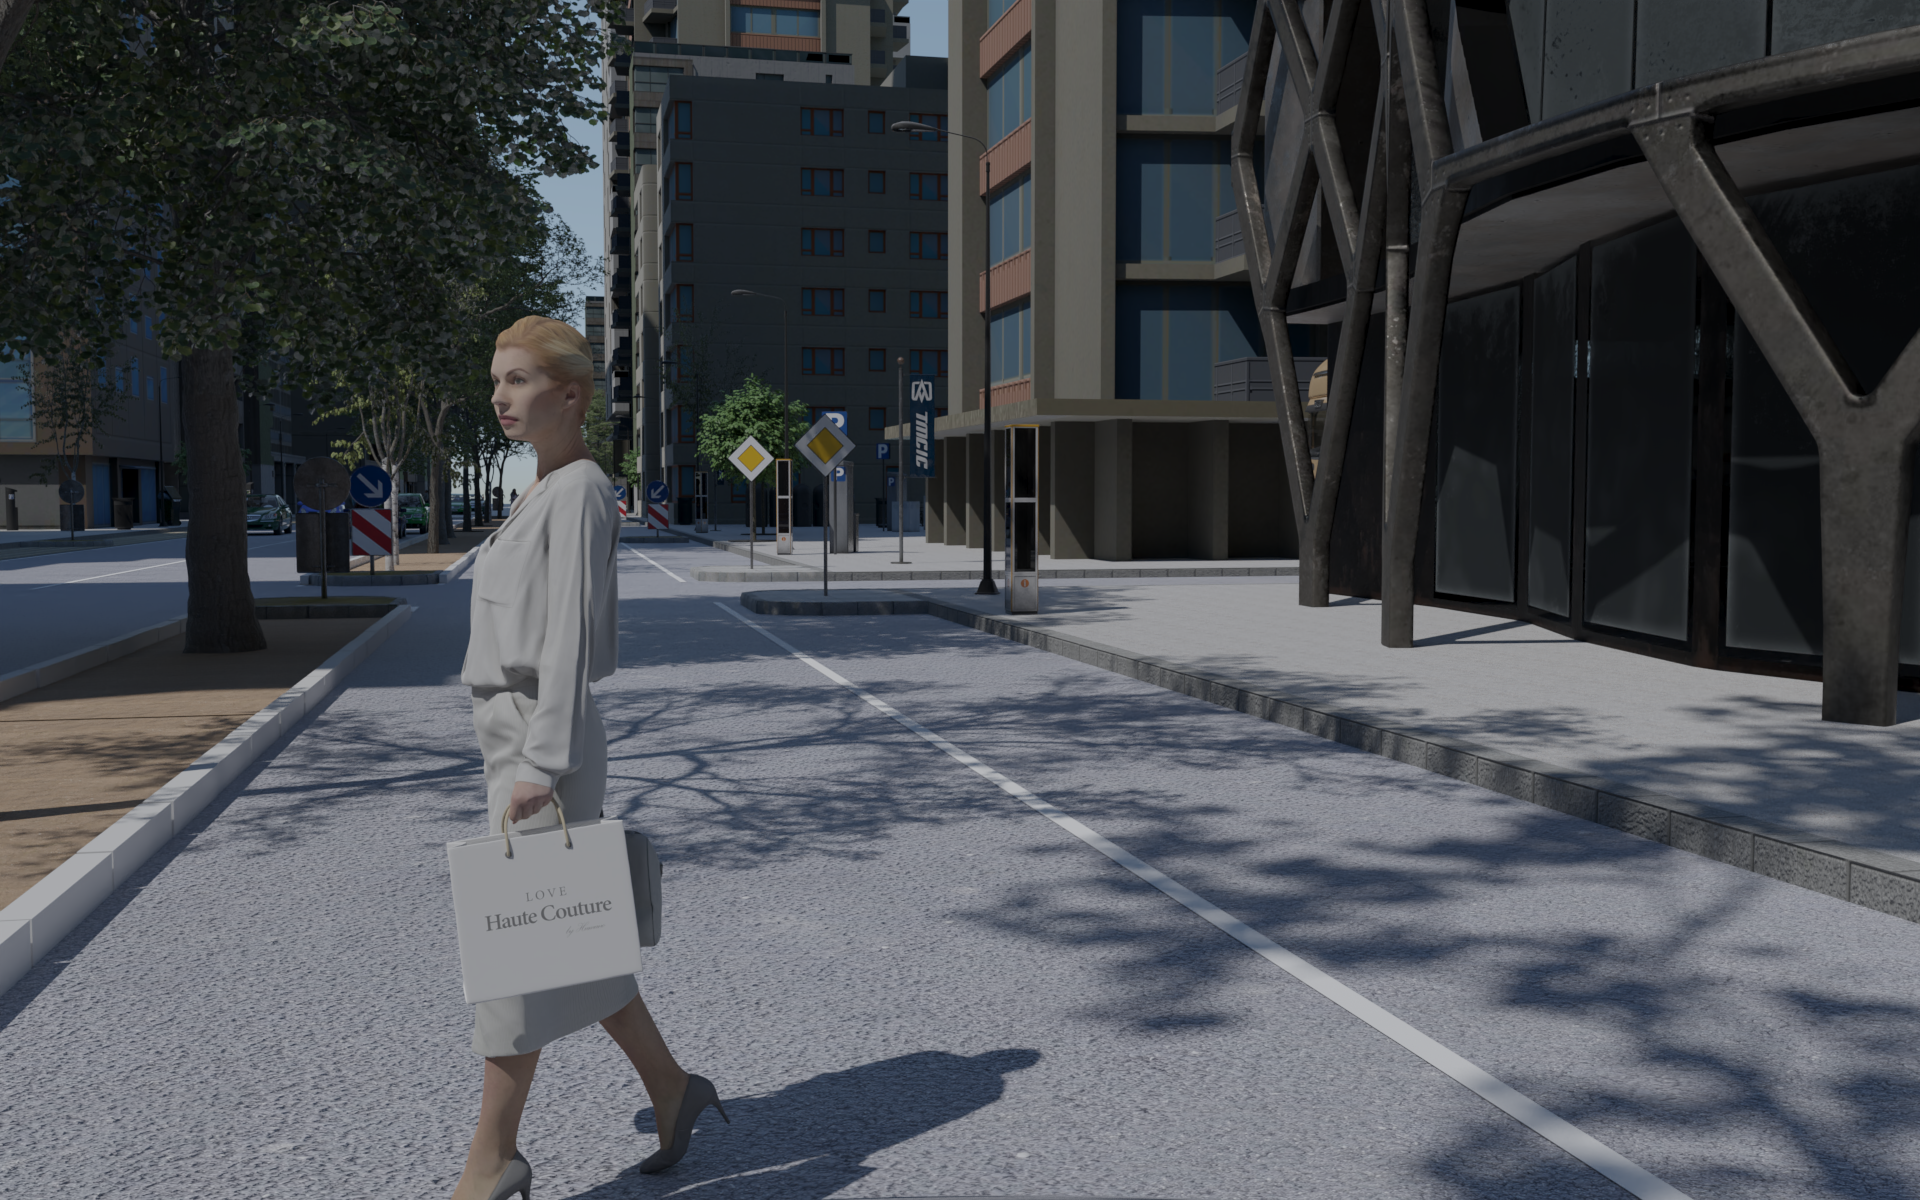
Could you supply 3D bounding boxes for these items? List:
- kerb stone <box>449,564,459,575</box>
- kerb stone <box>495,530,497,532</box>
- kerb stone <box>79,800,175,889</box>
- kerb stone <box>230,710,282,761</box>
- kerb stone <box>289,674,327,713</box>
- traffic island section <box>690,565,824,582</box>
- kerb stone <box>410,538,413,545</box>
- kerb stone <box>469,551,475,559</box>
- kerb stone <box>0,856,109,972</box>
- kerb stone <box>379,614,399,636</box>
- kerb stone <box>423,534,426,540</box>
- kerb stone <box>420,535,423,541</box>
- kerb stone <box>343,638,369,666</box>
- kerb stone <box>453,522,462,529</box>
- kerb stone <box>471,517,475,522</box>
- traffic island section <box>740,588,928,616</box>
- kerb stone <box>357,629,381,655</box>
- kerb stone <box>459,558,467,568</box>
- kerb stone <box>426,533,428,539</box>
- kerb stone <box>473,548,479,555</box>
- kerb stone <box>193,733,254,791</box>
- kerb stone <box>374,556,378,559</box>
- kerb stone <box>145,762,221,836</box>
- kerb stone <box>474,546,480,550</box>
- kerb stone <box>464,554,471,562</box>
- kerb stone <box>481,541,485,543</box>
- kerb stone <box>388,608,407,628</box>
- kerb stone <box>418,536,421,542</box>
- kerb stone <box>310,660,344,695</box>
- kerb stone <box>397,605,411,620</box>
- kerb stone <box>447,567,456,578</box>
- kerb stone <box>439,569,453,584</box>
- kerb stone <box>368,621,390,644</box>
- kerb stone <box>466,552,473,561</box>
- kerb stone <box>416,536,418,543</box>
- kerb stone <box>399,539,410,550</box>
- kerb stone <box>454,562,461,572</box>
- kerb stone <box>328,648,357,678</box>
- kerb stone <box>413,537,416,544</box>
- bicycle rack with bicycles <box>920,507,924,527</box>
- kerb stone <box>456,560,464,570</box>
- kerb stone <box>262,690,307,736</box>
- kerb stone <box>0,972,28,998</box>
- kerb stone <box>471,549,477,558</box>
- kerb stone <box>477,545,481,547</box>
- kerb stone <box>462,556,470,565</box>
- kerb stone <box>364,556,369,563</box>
[{"bbox_3d":[-8.852,-0.486,30.139,0.120,0.150,1.000,-1,4,-13],"label":"kerb stone"},{"bbox_3d":[-16.757,-2.498,63.039,0.120,0.150,1.000,-1,4,-13],"label":"kerb stone"},{"bbox_3d":[-3.226,0.949,6.714,0.120,0.150,1.000,-1,4,-13],"label":"kerb stone"},{"bbox_3d":[-3.950,0.765,9.703,0.120,0.150,1.000,-1,4,-13],"label":"kerb stone"},{"bbox_3d":[-4.418,0.642,11.699,0.120,0.150,1.000,-1,4,-13],"label":"kerb stone"},{"bbox_3d":[-3.539,-0.449,29.618,2.009,0.180,2.903,-1,4,-13],"label":"traffic island section"},{"bbox_3d":[-15.209,-1.554,47.610,0.120,0.150,1.000,-1,4,-13],"label":"kerb stone"},{"bbox_3d":[-10.527,-0.912,37.114,0.120,0.150,1.000,-1,4,-13],"label":"kerb stone"},{"bbox_3d":[-2.986,1.012,5.720,0.120,0.150,1.000,-1,4,-13],"label":"kerb stone"},{"bbox_3d":[-5.857,0.276,17.676,0.120,0.150,1.000,-1,4,-13],"label":"kerb stone"},{"bbox_3d":[-16.402,-1.860,52.601,0.120,0.150,1.000,-1,4,-13],"label":"kerb stone"},{"bbox_3d":[-16.166,-1.797,51.604,0.120,0.150,1.000,-1,4,-13],"label":"kerb stone"},{"bbox_3d":[-5.143,0.459,14.684,0.120,0.150,1.000,-1,4,-13],"label":"kerb stone"},{"bbox_3d":[-21.910,-3.258,75.532,0.120,0.150,1.000,-1,4,-13],"label":"kerb stone"},{"bbox_3d":[-26.458,-4.420,94.470,0.120,0.150,1.000,-1,4,-13],"label":"kerb stone"},{"bbox_3d":[-1.674,0.026,21.853,2.009,0.180,2.903,-1,4,-13],"label":"traffic island section"},{"bbox_3d":[-5.381,0.399,15.688,0.120,0.150,1.000,-1,4,-13],"label":"kerb stone"},{"bbox_3d":[-9.564,-0.668,33.124,0.120,0.150,1.000,-1,4,-13],"label":"kerb stone"},{"bbox_3d":[-16.643,-1.920,53.594,0.120,0.150,1.000,-1,4,-13],"label":"kerb stone"},{"bbox_3d":[-10.998,-1.034,39.106,0.120,0.150,1.000,-1,4,-13],"label":"kerb stone"},{"bbox_3d":[-3.708,0.827,8.706,0.120,0.150,1.000,-1,4,-13],"label":"kerb stone"},{"bbox_3d":[-12.815,-0.946,37.658,0.120,0.150,1.000,-1,4,-13],"label":"kerb stone"},{"bbox_3d":[-3.461,0.887,7.713,0.120,0.150,1.000,-1,4,-13],"label":"kerb stone"},{"bbox_3d":[-11.244,-1.095,40.098,0.120,0.150,1.000,-1,4,-13],"label":"kerb stone"},{"bbox_3d":[-10.047,-0.787,35.125,0.120,0.150,1.000,-1,4,-13],"label":"kerb stone"},{"bbox_3d":[-12.195,-1.339,44.092,0.120,0.150,1.000,-1,4,-13],"label":"kerb stone"},{"bbox_3d":[-6.097,0.217,18.674,0.120,0.150,1.000,-1,4,-13],"label":"kerb stone"},{"bbox_3d":[-15.917,-1.738,50.605,0.120,0.150,1.000,-1,4,-13],"label":"kerb stone"},{"bbox_3d":[-4.657,0.581,12.693,0.120,0.150,1.000,-1,4,-13],"label":"kerb stone"},{"bbox_3d":[-6.336,0.160,19.669,0.120,0.150,1.000,-1,4,-13],"label":"kerb stone"},{"bbox_3d":[-8.614,-0.425,29.143,0.120,0.150,1.000,-1,4,-13],"label":"kerb stone"},{"bbox_3d":[-8.372,-0.361,28.150,0.120,0.150,1.000,-1,4,-13],"label":"kerb stone"},{"bbox_3d":[-5.622,0.337,16.681,0.120,0.150,1.000,-1,4,-13],"label":"kerb stone"},{"bbox_3d":[-10.289,-0.852,36.118,0.120,0.150,1.000,-1,4,-13],"label":"kerb stone"},{"bbox_3d":[-15.687,-1.676,49.597,0.120,0.150,1.000,-1,4,-13],"label":"kerb stone"},{"bbox_3d":[-14.969,-1.491,46.616,0.120,0.150,1.000,-1,4,-13],"label":"kerb stone"},{"bbox_3d":[-9.096,-0.547,31.132,0.120,0.150,1.000,-1,4,-13],"label":"kerb stone"},{"bbox_3d":[-4.907,0.523,13.690,0.120,0.150,1.000,-1,4,-13],"label":"kerb stone"},{"bbox_3d":[-15.441,-1.615,48.605,0.120,0.150,1.000,-1,4,-13],"label":"kerb stone"},{"bbox_3d":[-1.558,-3.427,69.418,2.925,0.926,2.852,-3,4,-38],"label":"bicycle rack with bicycles"},{"bbox_3d":[-9.328,-0.605,32.130,0.120,0.150,1.000,-1,4,-13],"label":"kerb stone"},{"bbox_3d":[-4.185,0.704,10.701,0.120,0.150,1.000,-1,4,-13],"label":"kerb stone"},{"bbox_3d":[-2.743,1.069,4.721,0.120,0.150,1.000,-1,4,-13],"label":"kerb stone"},{"bbox_3d":[-10.765,-0.973,38.111,0.120,0.150,1.000,-1,4,-13],"label":"kerb stone"},{"bbox_3d":[-11.485,-1.156,41.092,0.120,0.150,1.000,-1,4,-13],"label":"kerb stone"},{"bbox_3d":[-9.796,-0.724,34.121,0.120,0.150,1.000,-1,4,-13],"label":"kerb stone"},{"bbox_3d":[-12.332,-0.823,35.651,0.120,0.150,1.000,-1,4,-13],"label":"kerb stone"}]
